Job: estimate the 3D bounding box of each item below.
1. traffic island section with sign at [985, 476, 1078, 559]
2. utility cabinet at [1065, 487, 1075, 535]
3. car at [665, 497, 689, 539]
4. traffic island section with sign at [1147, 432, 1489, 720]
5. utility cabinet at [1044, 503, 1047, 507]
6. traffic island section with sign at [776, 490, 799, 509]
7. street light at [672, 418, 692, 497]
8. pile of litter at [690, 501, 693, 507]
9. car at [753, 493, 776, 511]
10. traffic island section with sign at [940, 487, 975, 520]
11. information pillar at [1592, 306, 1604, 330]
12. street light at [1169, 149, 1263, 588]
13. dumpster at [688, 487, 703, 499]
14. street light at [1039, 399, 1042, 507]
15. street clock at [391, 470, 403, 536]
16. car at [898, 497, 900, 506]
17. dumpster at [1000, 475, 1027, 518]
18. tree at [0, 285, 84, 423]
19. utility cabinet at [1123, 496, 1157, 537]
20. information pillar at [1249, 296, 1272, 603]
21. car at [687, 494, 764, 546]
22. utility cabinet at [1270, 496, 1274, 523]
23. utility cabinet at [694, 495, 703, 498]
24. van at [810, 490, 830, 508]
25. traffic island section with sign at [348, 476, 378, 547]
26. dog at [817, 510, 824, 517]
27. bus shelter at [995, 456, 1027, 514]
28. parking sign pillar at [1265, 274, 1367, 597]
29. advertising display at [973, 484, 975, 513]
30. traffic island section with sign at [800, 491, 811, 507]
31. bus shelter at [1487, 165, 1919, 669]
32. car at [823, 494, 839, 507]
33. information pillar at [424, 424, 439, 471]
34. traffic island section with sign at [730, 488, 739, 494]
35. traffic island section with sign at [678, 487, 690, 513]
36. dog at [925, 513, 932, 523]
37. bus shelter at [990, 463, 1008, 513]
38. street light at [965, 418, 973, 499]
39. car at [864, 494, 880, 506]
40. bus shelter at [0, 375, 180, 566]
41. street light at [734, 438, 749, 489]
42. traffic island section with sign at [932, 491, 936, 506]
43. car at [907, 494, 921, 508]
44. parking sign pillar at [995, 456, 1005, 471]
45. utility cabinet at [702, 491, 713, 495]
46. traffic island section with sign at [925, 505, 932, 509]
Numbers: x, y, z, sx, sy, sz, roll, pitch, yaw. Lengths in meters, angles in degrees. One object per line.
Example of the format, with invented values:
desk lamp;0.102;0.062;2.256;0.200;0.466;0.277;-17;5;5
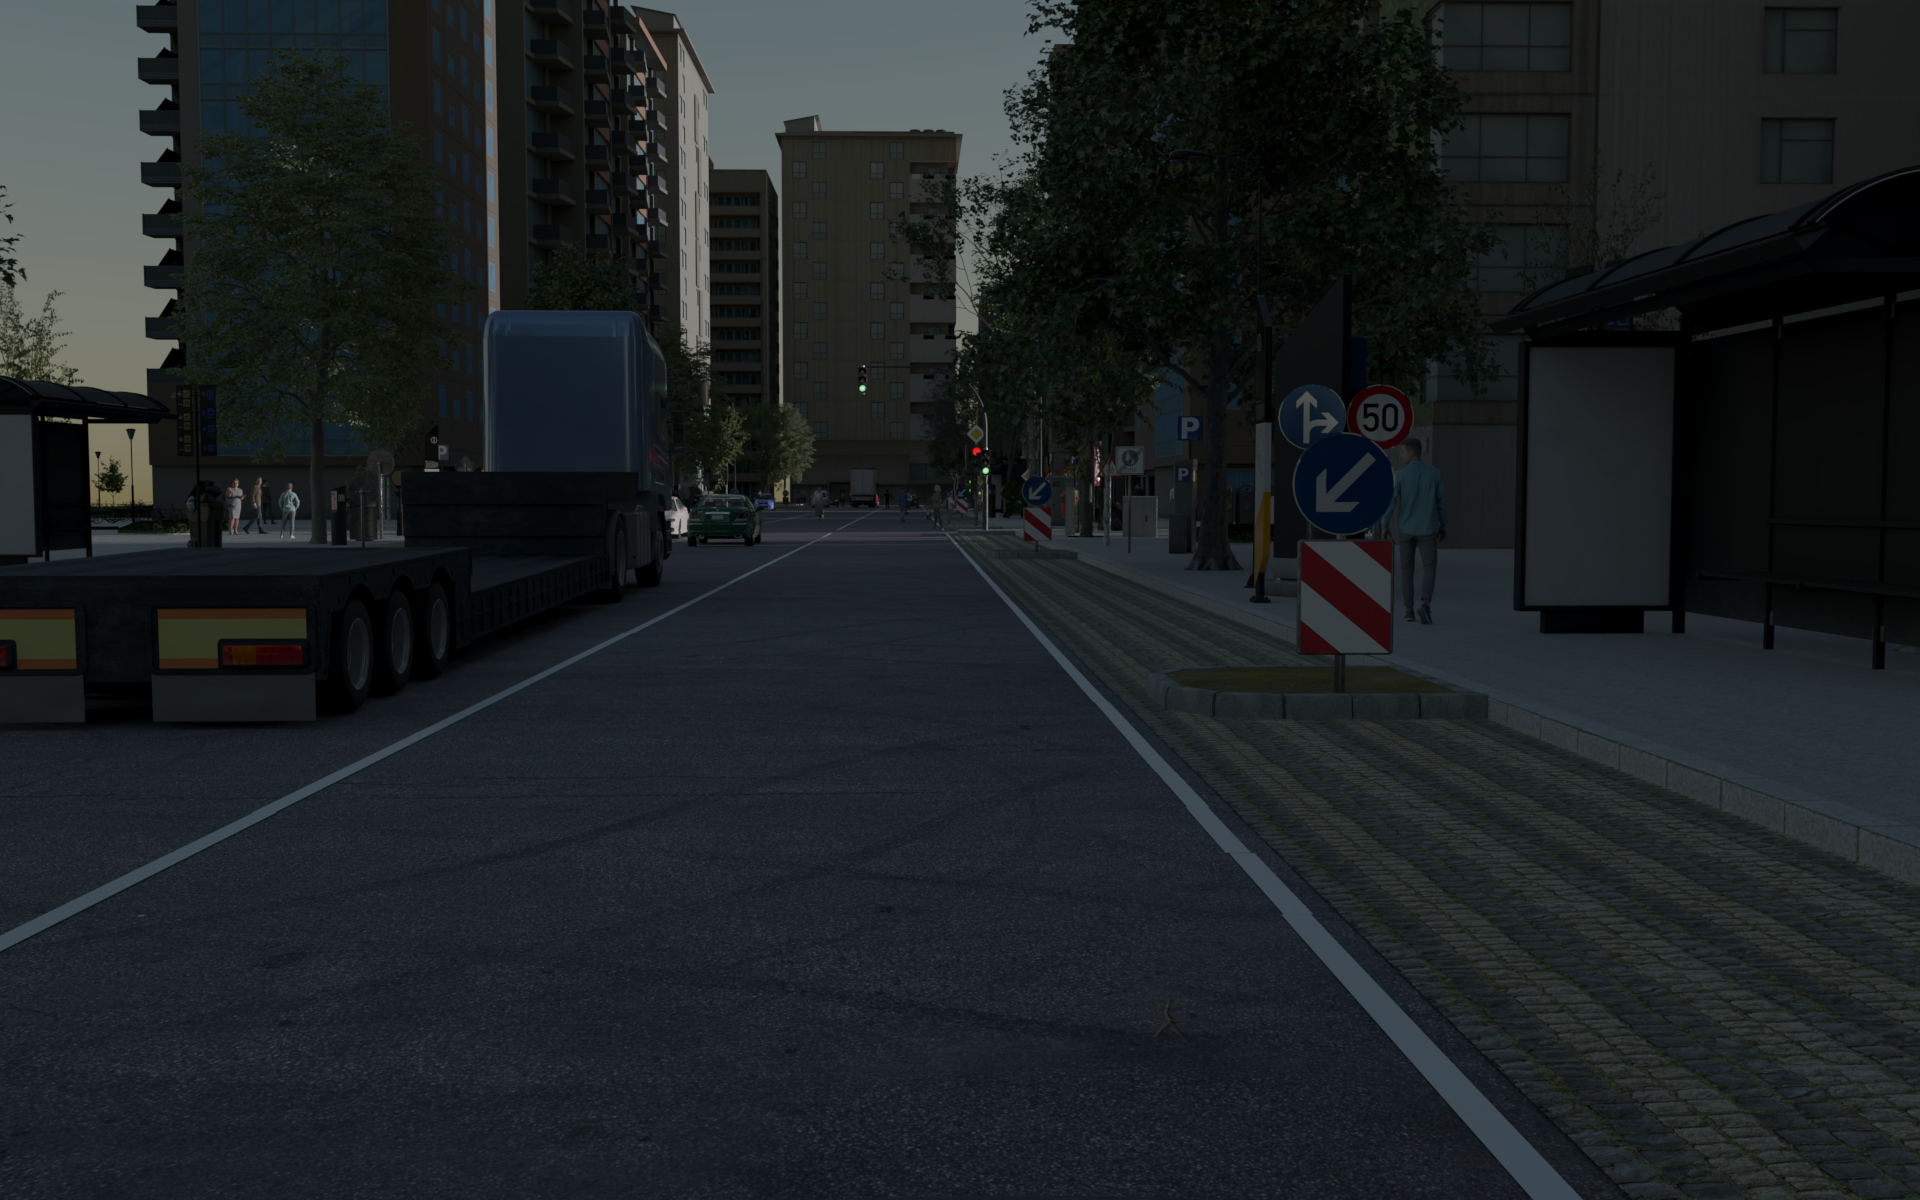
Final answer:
traffic island section with sign;1.569;-1.847;38.826;1.989;1.847;2.006;0;4;-2
utility cabinet;3.470;-2.796;54.387;0.318;1.500;1.173;0;4;4
car;-9.990;-2.730;57.002;2.083;1.381;4.827;0;4;-4
traffic island section with sign;2.335;-0.199;11.882;1.989;1.847;2.006;0;4;-2
utility cabinet;3.937;-4.436;81.209;0.318;1.500;1.173;1;4;16
traffic island section with sign;-17.156;-9.932;171.010;1.989;1.847;2.006;0;4;-2
street light;-17.134;-8.191;106.461;1.470;5.913;1.316;0;4;-2
pile of litter;-18.452;-6.490;120.069;1.176;0.858;1.719;0;4;4
car;-16.615;-8.436;147.524;1.945;1.707;3.694;0;4;-2
traffic island section with sign;-0.020;-5.240;94.294;1.989;1.847;2.006;0;4;-2
information pillar;6.761;-1.657;18.448;0.504;3.616;0.183;-3;5;-43
street light;3.519;-3.118;23.525;1.470;5.913;1.316;0;4;-2
dumpster;-20.443;-7.771;132.819;1.264;1.857;1.865;0;4;-2
street light;2.290;-5.407;60.951;1.470;5.913;1.316;0;4;-2
street clock;-17.149;-2.966;53.068;0.471;2.002;0.358;1;4;10
car;-6.659;-12.390;212.173;1.945;1.707;3.694;0;4;-3
dumpster;2.907;-5.451;91.611;1.502;2.255;1.985;0;4;-2
tree;-31.544;-6.610;58.439;4.737;8.622;4.395;0;3;0
utility cabinet;5.367;-2.477;51.668;1.020;1.237;0.306;0;4;6
information pillar;3.557;-1.772;20.328;0.183;3.616;0.504;0;4;-2
car;-6.658;-2.284;49.146;2.131;1.459;4.920;0;4;-3
utility cabinet;11.247;-3.101;61.865;0.306;1.237;1.020;1;4;21
utility cabinet;-18.672;-6.944;124.687;1.020;1.237;0.306;3;5;40
van;-14.563;-10.628;180.783;2.013;2.044;4.112;0;3;0
traffic island section with sign;-13.335;-1.815;38.309;1.989;1.847;2.006;0;4;-2
dog;-8.347;-5.130;103.166;0.406;0.507;0.540;1;4;14
bus shelter;3.268;-7.242;109.684;1.731;3.624;6.357;0;4;-2
parking sign pillar;4.561;-2.049;21.966;1.447;3.967;1.447;-2;4;-28
advertising display;1.026;-6.698;114.721;0.123;1.923;0.974;-1;4;-12
traffic island section with sign;-17.953;-11.643;198.985;1.989;1.847;2.006;0;4;-2
bus shelter;5.969;-1.190;13.380;2.014;3.302;5.546;0;4;-2
car;-14.564;-11.368;195.645;2.009;1.686;4.222;0;4;-3
information pillar;-17.517;-4.044;57.478;0.504;3.616;0.183;-2;4;-34
traffic island section with sign;-15.719;-6.866;120.885;1.989;1.847;2.006;0;4;-2
traffic island section with sign;-14.942;-5.215;93.887;1.989;1.847;2.006;0;4;-2
dog;-1.567;-4.125;86.735;0.540;0.507;0.406;2;4;25
bus shelter;2.950;-7.490;116.392;2.014;3.302;5.546;0;4;-2
street light;1.010;-8.167;106.079;1.470;5.913;1.316;0;4;-2
car;-11.018;-12.621;215.393;2.155;1.783;4.494;0;4;-2
bus shelter;-16.476;-2.318;31.823;2.014;3.302;5.546;0;4;-2
street light;-18.108;-10.459;143.551;1.470;5.913;1.316;0;4;-2
traffic island section with sign;-0.810;-6.910;121.599;1.989;1.847;2.006;0;4;-2
car;-5.061;-9.995;175.214;2.131;1.459;4.920;0;4;-1
parking sign pillar;2.983;-8.153;121.765;1.447;3.967;1.447;3;4;37
utility cabinet;-19.837;-7.733;135.120;1.173;1.500;0.318;-3;4;-36
traffic island section with sign;-2.249;-9.968;171.603;1.989;1.847;2.006;0;4;-2
